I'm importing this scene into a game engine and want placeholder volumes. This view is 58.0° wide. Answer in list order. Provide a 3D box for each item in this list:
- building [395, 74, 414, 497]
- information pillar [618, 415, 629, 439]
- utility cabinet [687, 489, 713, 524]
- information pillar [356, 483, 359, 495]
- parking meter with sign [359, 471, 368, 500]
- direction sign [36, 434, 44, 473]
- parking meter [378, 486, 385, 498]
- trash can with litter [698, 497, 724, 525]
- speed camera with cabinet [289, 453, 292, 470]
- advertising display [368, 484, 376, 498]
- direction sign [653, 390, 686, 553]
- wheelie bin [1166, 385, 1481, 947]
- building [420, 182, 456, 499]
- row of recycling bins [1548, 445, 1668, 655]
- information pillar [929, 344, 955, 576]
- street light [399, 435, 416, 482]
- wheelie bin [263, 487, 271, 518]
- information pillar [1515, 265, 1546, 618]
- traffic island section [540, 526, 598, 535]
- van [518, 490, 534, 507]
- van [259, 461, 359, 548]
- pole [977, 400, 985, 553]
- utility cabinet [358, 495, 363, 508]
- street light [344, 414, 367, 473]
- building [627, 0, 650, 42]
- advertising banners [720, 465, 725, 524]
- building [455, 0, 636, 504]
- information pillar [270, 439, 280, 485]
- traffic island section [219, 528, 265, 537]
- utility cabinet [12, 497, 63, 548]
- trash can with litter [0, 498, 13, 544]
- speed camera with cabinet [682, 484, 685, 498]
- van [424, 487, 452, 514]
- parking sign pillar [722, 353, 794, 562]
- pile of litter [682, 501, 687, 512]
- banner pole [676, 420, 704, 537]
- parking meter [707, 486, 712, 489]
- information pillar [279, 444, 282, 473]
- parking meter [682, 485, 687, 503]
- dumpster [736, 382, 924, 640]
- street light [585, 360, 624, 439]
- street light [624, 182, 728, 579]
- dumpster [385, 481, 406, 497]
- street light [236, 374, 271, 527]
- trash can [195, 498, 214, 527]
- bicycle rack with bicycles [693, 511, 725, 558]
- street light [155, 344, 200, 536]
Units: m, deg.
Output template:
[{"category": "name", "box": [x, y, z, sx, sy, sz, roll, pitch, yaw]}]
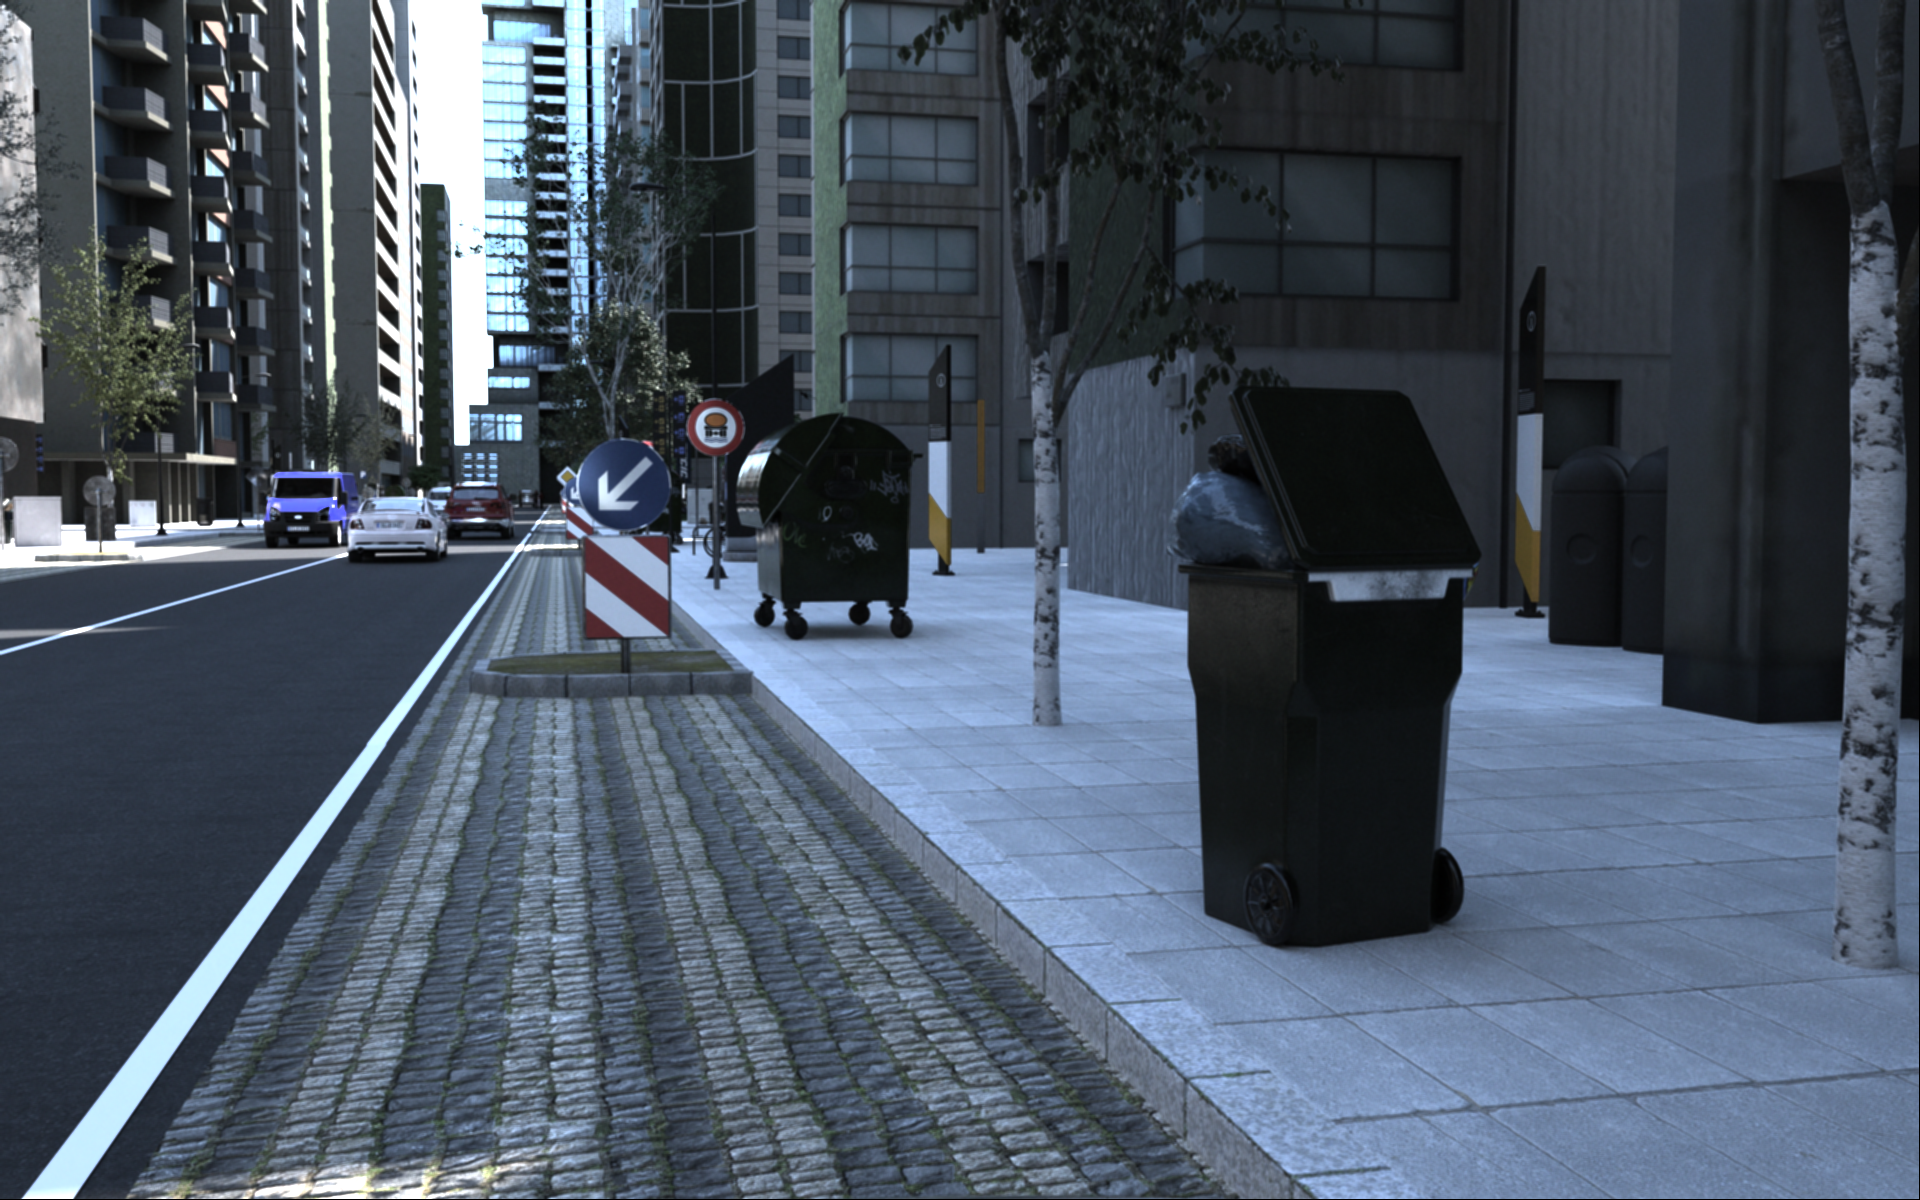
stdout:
[{"category": "building", "box": [-64.736, -32.383, 179.574, 14.600, 45.320, 14.200, -1, 4, -13]}, {"category": "information pillar", "box": [-9.966, -3.670, 51.362, 0.183, 3.616, 0.504, -3, 5, -40]}, {"category": "utility cabinet", "box": [-10.988, -3.968, 73.552, 1.173, 1.500, 0.318, 0, 4, -4]}, {"category": "information pillar", "box": [-39.301, -6.619, 112.707, 0.304, 2.012, 0.304, -1, 4, -10]}, {"category": "parking meter with sign", "box": [-44.932, -8.276, 131.577, 1.738, 3.016, 0.543, 3, 5, 42]}, {"category": "direction sign", "box": [-35.095, -4.505, 65.655, 0.876, 3.537, 0.379, 1, 4, 12]}, {"category": "parking meter", "box": [-40.996, -7.160, 122.780, 0.255, 1.863, 0.399, 2, 4, 28]}, {"category": "trash can with litter", "box": [-10.421, -3.717, 72.156, 1.055, 1.170, 0.624, -2, 4, -23]}, {"category": "speed camera with cabinet", "box": [-31.511, -5.375, 82.219, 0.660, 3.252, 2.038, -2, 4, -25]}, {"category": "advertising display", "box": [-37.473, -6.433, 110.401, 0.123, 1.923, 0.974, 0, 4, 6]}, {"category": "direction sign", "box": [-6.359, -2.813, 37.995, 0.876, 3.537, 0.379, 2, 4, 29]}, {"category": "wheelie bin", "box": [1.046, 0.168, 5.165, 0.980, 1.594, 0.693, -2, 4, -25]}, {"category": "building", "box": [-74.328, -33.332, 228.580, 14.086, 41.232, 14.154, -1, 4, -13]}, {"category": "row of recycling bins", "box": [6.128, -0.402, 13.690, 1.069, 1.692, 3.534, -2, 4, -29]}, {"category": "information pillar", "box": [-0.310, -2.202, 27.353, 0.183, 3.616, 0.504, -3, 4, -38]}, {"category": "street light", "box": [-43.159, -9.957, 135.329, 1.470, 5.913, 1.316, -1, 4, -13]}, {"category": "wheelie bin", "box": [-30.065, -4.140, 75.602, 0.693, 1.594, 0.980, -2, 4, -31]}, {"category": "information pillar", "box": [5.944, -1.633, 18.055, 0.183, 3.616, 0.504, 0, 4, -3]}, {"category": "traffic island section", "box": [-13.910, -2.407, 61.630, 2.009, 0.180, 2.903, -1, 4, -13]}, {"category": "van", "box": [-49.588, -11.698, 198.278, 2.013, 2.044, 4.112, -1, 4, -13]}, {"category": "van", "box": [-17.971, -2.675, 48.116, 2.240, 2.365, 5.245, -1, 4, -12]}, {"category": "pole", "box": [0.457, -2.672, 37.529, 0.158, 3.312, 0.155, 0, 3, 0]}, {"category": "utility cabinet", "box": [-38.074, -6.011, 109.442, 0.306, 1.237, 1.020, 0, 4, 7]}, {"category": "street light", "box": [-35.210, -7.844, 100.788, 1.470, 5.913, 1.316, -1, 4, -13]}, {"category": "building", "box": [-22.665, -33.793, 172.125, 23.786, 49.044, 30.456, -1, 4, -13]}, {"category": "advertising banners", "box": [-10.199, -4.775, 74.260, 0.090, 3.025, 2.074, -1, 4, -12]}, {"category": "building", "box": [-52.640, -56.475, 236.038, 31.000, 86.520, 22.319, -1, 4, -13]}, {"category": "information pillar", "box": [-29.230, -5.036, 73.693, 0.183, 3.616, 0.504, -2, 4, -28]}, {"category": "traffic island section", "box": [-24.035, -2.264, 59.297, 2.009, 0.180, 2.903, -1, 4, -13]}, {"category": "utility cabinet", "box": [-22.292, -1.877, 41.859, 1.020, 1.237, 0.306, -2, 4, -35]}, {"category": "trash can with litter", "box": [-24.317, -1.970, 43.590, 0.624, 1.170, 1.055, 1, 4, 21]}, {"category": "speed camera with cabinet", "box": [-14.702, -6.122, 94.423, 2.038, 3.252, 0.660, 0, 4, -1]}, {"category": "van", "box": [-31.471, -5.998, 105.080, 2.013, 2.044, 4.112, -1, 4, -14]}, {"category": "parking sign pillar", "box": [-3.846, -2.737, 33.221, 1.447, 3.967, 1.447, -1, 4, -13]}, {"category": "pile of litter", "box": [-17.060, -5.720, 107.493, 1.719, 0.858, 1.176, 2, 4, 29]}, {"category": "banner pole", "box": [-8.102, -3.779, 51.799, 0.863, 3.779, 0.401, -2, 4, -24]}, {"category": "parking meter", "box": [-17.043, -6.849, 117.691, 0.399, 1.863, 0.255, 0, 3, 0]}, {"category": "information pillar", "box": [-31.505, -5.414, 79.867, 0.504, 3.616, 0.183, -1, 4, -17]}, {"category": "parking meter", "box": [-17.288, -6.300, 108.723, 0.255, 1.863, 0.399, -1, 4, -15]}, {"category": "dumpster", "box": [-1.222, -0.828, 16.030, 1.502, 2.255, 1.985, -1, 4, -13]}, {"category": "street light", "box": [-12.185, -5.373, 60.384, 1.470, 5.913, 1.316, -1, 4, -13]}, {"category": "street light", "box": [-4.236, -3.275, 26.090, 1.470, 5.913, 1.316, -1, 4, -13]}, {"category": "dumpster", "box": [-43.044, -7.914, 131.880, 1.502, 2.255, 1.985, -1, 4, -13]}, {"category": "street light", "box": [-27.258, -5.765, 66.802, 1.470, 5.913, 1.316, -1, 4, -13]}, {"category": "trash can", "box": [-29.892, -3.480, 68.550, 0.748, 1.137, 0.748, 0, 3, 0]}, {"category": "bicycle rack with bicycles", "box": [-4.227, -1.383, 35.988, 2.925, 0.926, 2.852, -2, 4, -25]}, {"category": "street light", "box": [-24.225, -4.961, 53.646, 1.470, 5.913, 1.316, -1, 4, -13]}]
